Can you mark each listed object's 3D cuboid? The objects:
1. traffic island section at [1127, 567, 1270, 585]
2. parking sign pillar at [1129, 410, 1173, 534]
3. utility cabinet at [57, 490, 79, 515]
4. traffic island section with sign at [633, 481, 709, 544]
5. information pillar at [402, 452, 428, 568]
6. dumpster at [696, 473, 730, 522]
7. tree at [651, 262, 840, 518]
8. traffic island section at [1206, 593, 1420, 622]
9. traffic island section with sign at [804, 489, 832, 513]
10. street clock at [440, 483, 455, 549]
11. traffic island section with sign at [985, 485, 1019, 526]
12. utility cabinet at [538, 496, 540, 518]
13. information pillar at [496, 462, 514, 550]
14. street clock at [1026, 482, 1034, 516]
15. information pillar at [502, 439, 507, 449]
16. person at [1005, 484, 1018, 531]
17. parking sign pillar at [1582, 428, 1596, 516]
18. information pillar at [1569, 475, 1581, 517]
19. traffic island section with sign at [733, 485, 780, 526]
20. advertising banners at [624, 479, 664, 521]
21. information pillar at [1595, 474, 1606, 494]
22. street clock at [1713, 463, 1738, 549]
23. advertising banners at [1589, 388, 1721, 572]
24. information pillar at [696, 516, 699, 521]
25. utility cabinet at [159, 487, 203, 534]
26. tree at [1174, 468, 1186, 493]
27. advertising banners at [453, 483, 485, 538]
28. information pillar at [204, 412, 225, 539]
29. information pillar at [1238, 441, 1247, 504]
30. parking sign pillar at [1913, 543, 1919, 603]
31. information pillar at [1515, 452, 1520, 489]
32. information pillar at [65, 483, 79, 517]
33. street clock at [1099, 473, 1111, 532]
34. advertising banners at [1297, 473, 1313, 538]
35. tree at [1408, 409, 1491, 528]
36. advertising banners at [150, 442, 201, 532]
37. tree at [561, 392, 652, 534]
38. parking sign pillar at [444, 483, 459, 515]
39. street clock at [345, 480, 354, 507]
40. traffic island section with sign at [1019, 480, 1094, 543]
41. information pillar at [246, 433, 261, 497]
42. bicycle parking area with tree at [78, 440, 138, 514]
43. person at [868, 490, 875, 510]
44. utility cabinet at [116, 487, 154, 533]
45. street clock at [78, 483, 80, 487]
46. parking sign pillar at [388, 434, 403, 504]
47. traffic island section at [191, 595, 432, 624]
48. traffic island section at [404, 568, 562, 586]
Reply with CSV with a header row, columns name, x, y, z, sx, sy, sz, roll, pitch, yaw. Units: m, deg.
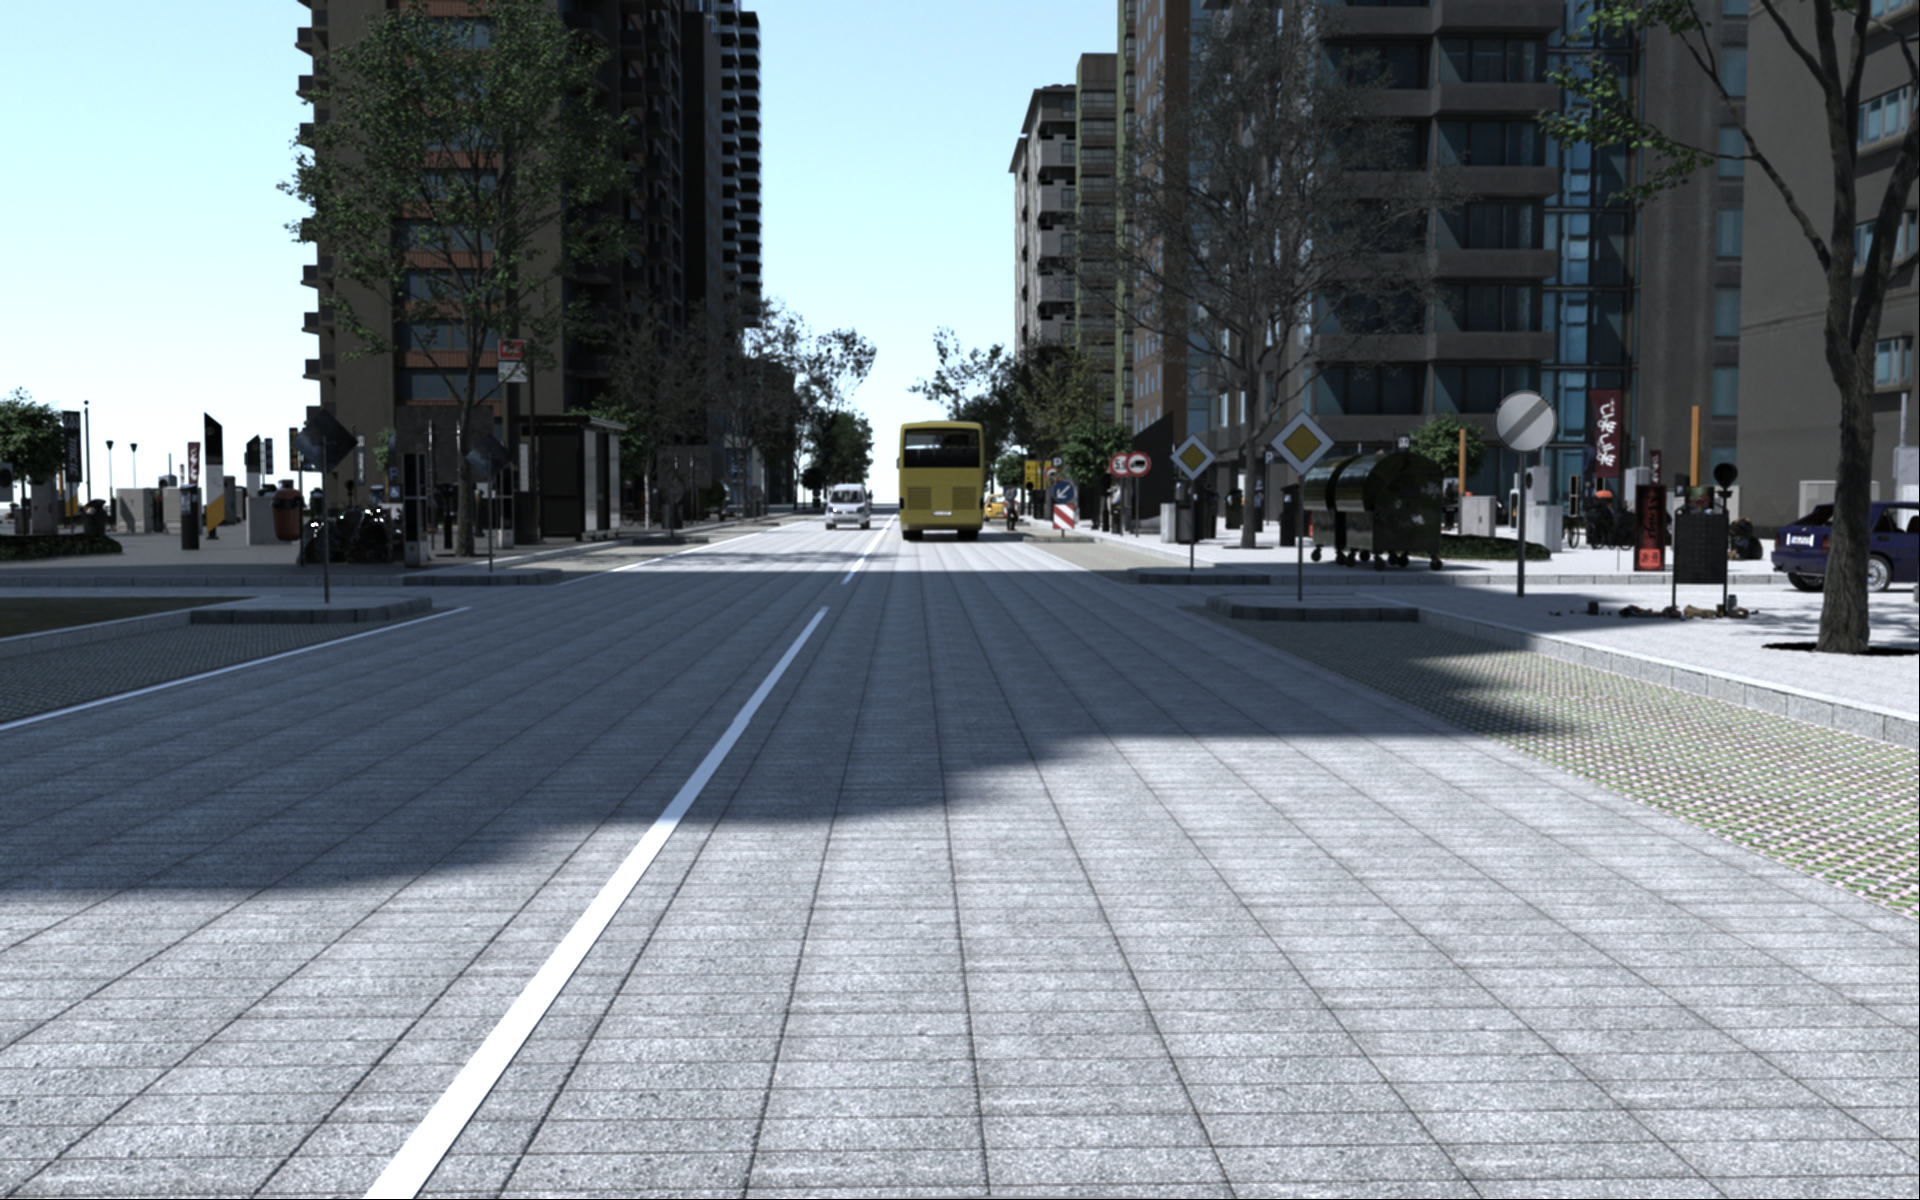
name,x,y,z,sx,sy,sz,roll,pitch,yaw
traffic island section,3.868,-0.396,28.752,2.009,0.180,2.903,0,4,-2
parking sign pillar,6.167,-4.104,55.567,1.447,3.967,1.447,0,4,2
utility cabinet,-44.497,-4.734,86.077,0.318,1.500,1.173,3,5,43
traffic island section with sign,-8.334,-2.540,50.149,1.989,1.847,2.006,0,4,-2
information pillar,-9.491,-1.571,30.176,0.304,2.012,0.304,1,4,11
dumpster,-11.656,-4.828,81.435,1.502,2.255,1.985,0,4,-1
tree,-11.694,-11.160,92.829,12.009,13.543,11.850,0,3,0
traffic island section,4.095,0.092,20.770,2.009,0.180,2.903,0,4,-2
traffic island section with sign,-10.564,-7.329,128.450,1.989,1.847,2.006,0,4,-2
street clock,-11.975,-2.196,40.480,0.358,2.002,0.471,-1,4,-18
traffic island section with sign,2.131,-4.278,78.578,1.989,1.847,2.006,0,4,-2
utility cabinet,-18.280,-3.891,74.783,1.020,1.237,0.306,-2,4,-29
information pillar,-10.562,-2.183,40.190,0.304,2.012,0.304,-3,5,-39
street clock,4.157,-6.036,103.254,0.471,2.002,0.358,0,4,7
information pillar,-19.395,-5.042,73.785,0.183,3.616,0.504,-2,4,-32
person,1.990,-3.561,66.898,0.473,1.802,0.592,3,5,40
parking sign pillar,25.655,-5.005,70.301,1.447,3.967,1.447,0,4,6
information pillar,23.862,-3.836,67.214,0.304,2.012,0.304,3,5,41
traffic island section with sign,-9.129,-4.226,77.719,1.989,1.847,2.006,0,4,-2
advertising banners,-14.913,-5.228,81.671,2.074,3.025,0.090,-1,4,-21
information pillar,21.995,-3.365,59.517,0.304,2.012,0.304,2,4,28
street clock,17.791,-2.185,40.294,0.358,2.002,0.471,-3,5,-44
advertising banners,11.442,-1.982,28.586,2.074,3.025,0.090,1,4,12
information pillar,-12.529,-5.592,82.782,0.183,3.616,0.504,0,4,-7
utility cabinet,-24.419,-2.796,54.392,1.173,1.500,0.318,1,4,11
tree,10.890,-5.736,88.380,1.663,3.219,1.824,0,3,0
advertising banners,-14.667,-3.383,51.494,0.090,3.025,2.074,-3,5,-42
information pillar,-21.125,-3.529,49.046,0.504,3.616,0.183,-1,4,-22
information pillar,12.096,-5.046,73.863,0.183,3.616,0.504,-3,5,-43
parking sign pillar,12.053,-1.946,20.283,1.447,3.967,1.447,-3,5,-42
information pillar,22.126,-4.712,68.398,0.504,3.616,0.183,-2,4,-27
information pillar,-36.780,-4.910,71.638,0.504,3.616,0.183,-2,4,-27
street clock,4.957,-3.315,58.767,0.471,2.002,0.358,-2,4,-29
advertising banners,10.269,-3.303,50.194,0.090,3.025,2.074,-1,4,-21
tree,18.693,-5.077,66.716,4.285,4.588,4.351,0,3,0
advertising banners,-26.278,-3.784,58.054,2.074,3.025,0.090,1,4,17
tree,-11.478,-4.429,56.125,4.285,4.588,4.351,0,3,0
parking sign pillar,-23.053,-5.538,79.017,1.447,3.967,1.447,1,4,10
street clock,-30.864,-5.083,87.679,0.358,2.002,0.471,2,4,32
traffic island section with sign,2.896,-2.617,51.422,1.989,1.847,2.006,0,4,-2
information pillar,-27.030,-4.585,66.317,0.504,3.616,0.183,-2,4,-28
bicycle parking area with tree,-46.211,-6.624,95.301,9.016,4.147,8.231,0,4,1
person,-7.987,-9.045,156.259,0.599,1.838,0.709,-3,5,-42
utility cabinet,-27.109,-2.942,56.786,1.173,1.500,0.318,1,4,21
street clock,-44.694,-5.068,87.433,0.471,2.002,0.358,-2,4,-29
parking sign pillar,-17.730,-4.077,55.130,1.447,3.967,1.447,0,4,7
traffic island section,-7.492,0.112,20.448,2.009,0.180,2.903,0,4,-2
traffic island section,-7.719,-0.376,28.430,2.009,0.180,2.903,0,4,-2
